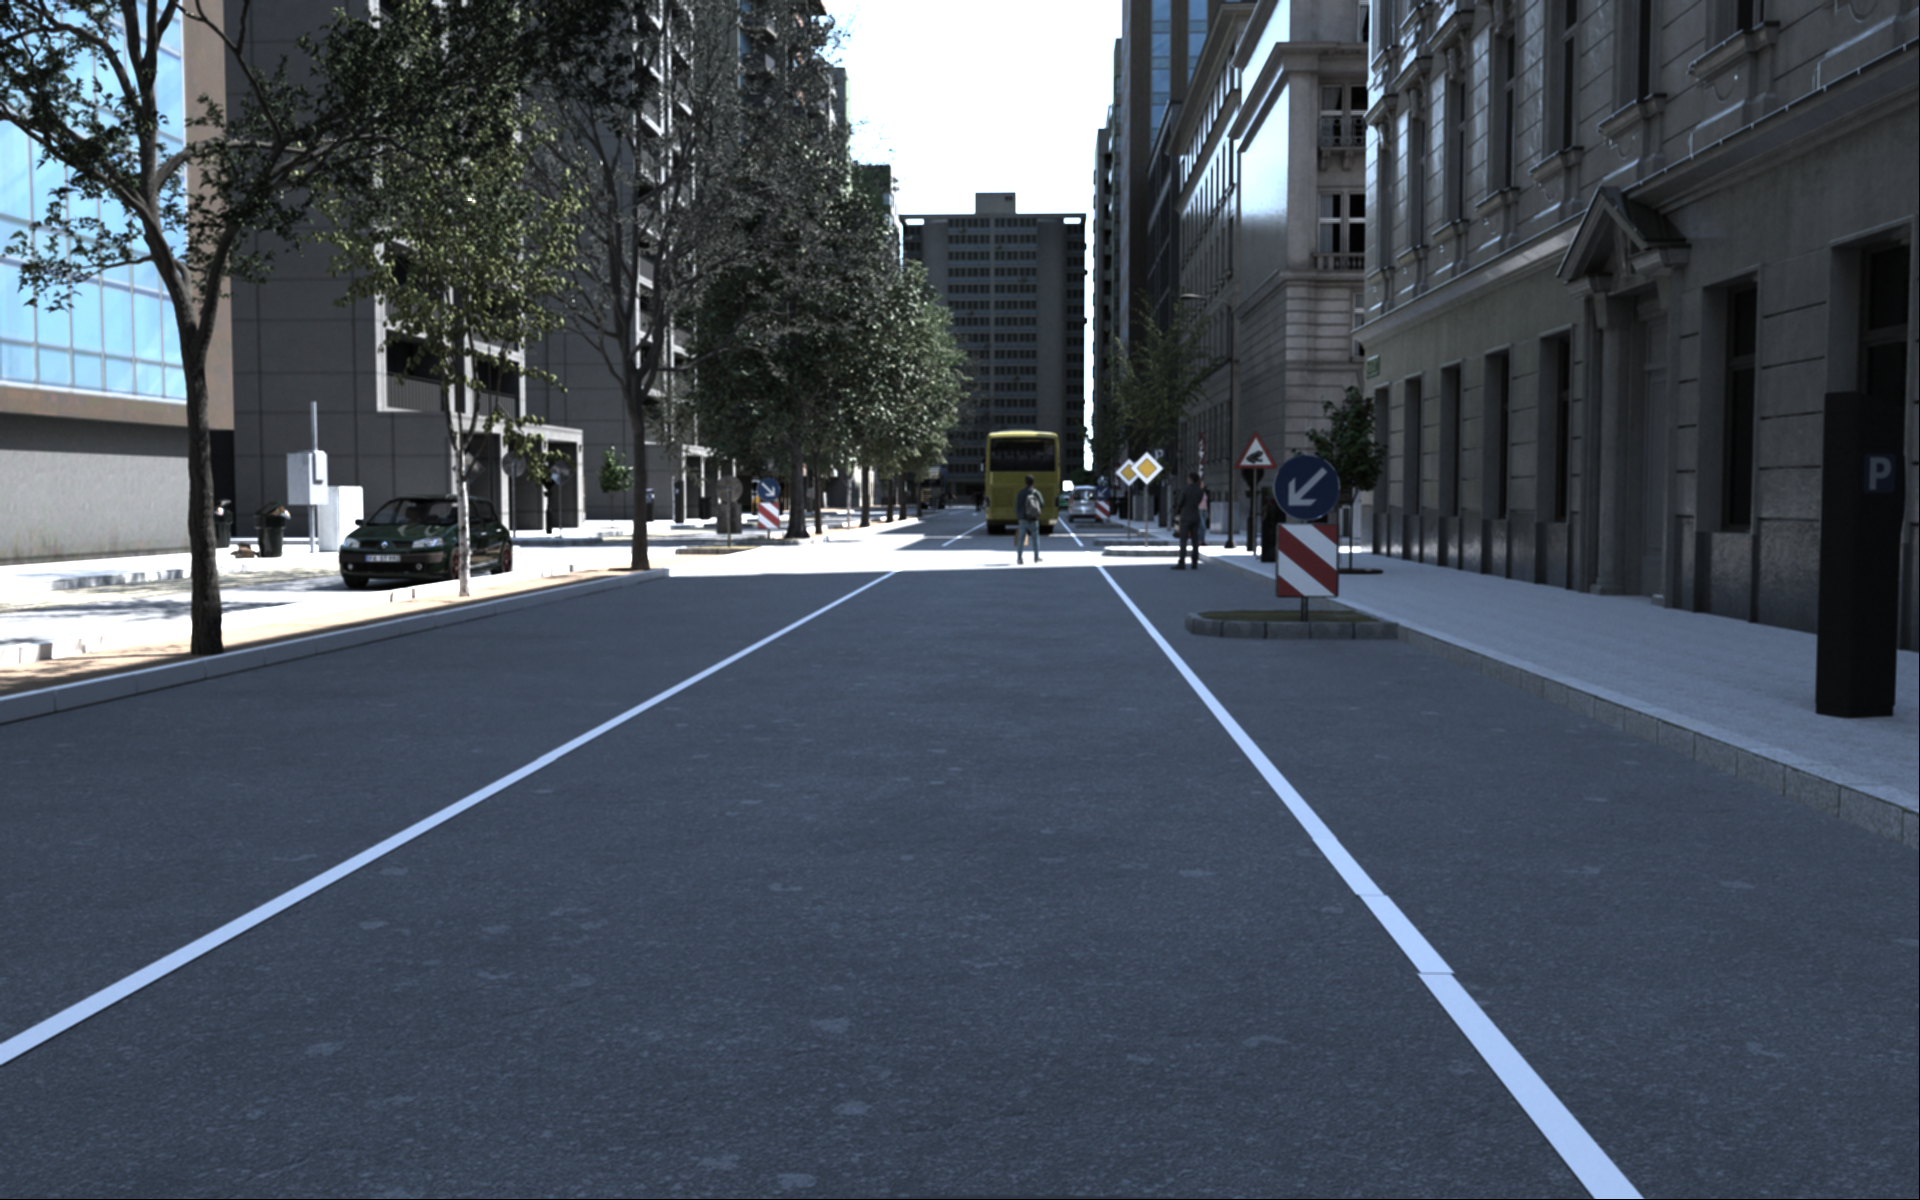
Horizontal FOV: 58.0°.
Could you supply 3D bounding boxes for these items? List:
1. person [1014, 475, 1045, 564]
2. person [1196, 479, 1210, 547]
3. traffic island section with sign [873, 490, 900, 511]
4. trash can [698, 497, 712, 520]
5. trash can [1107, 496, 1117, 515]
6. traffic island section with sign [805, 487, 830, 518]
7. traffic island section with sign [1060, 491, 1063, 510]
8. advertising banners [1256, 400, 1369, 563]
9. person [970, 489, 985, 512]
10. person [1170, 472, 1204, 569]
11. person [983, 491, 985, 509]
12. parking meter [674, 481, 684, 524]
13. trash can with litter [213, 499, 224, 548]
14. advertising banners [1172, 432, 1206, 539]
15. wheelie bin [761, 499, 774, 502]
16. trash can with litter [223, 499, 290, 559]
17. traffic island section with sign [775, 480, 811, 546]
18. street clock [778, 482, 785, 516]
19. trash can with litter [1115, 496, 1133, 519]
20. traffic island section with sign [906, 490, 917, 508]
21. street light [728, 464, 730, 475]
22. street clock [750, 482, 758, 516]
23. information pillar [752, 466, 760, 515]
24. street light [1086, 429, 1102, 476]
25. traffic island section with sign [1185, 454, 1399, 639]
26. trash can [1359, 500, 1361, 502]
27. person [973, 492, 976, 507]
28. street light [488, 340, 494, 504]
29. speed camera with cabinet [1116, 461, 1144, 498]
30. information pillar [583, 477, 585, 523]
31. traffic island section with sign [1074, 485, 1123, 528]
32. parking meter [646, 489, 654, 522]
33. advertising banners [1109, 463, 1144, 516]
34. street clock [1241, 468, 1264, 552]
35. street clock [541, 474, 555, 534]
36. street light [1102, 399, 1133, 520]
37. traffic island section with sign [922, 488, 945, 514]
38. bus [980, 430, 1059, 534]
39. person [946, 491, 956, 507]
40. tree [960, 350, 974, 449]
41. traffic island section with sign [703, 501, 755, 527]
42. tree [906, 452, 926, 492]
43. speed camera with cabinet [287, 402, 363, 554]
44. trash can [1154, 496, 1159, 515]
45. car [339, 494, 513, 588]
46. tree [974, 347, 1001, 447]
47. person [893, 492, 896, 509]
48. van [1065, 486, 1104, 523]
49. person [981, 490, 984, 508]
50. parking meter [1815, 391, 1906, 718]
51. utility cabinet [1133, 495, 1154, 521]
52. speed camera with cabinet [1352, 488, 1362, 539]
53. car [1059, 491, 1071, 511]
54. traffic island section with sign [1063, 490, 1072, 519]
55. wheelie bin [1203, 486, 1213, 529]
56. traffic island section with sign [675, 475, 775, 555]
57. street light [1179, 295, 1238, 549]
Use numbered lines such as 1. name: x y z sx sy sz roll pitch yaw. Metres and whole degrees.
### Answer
1. person: 1.364 -1.639 35.291 0.794 1.824 0.713 3 4 36
2. person: 6.331 -2.261 45.469 0.388 1.821 0.555 2 4 33
3. traffic island section with sign: -6.487 -8.721 151.209 1.989 1.847 2.006 0 4 3
4. trash can: -12.657 -4.546 85.984 0.748 1.137 0.748 0 3 0
5. trash can: 9.352 -5.794 106.384 0.748 1.137 0.748 0 3 0
6. traffic island section with sign: -8.719 -5.719 102.131 1.989 1.847 2.006 0 4 3
7. traffic island section with sign: 10.671 -10.377 178.289 1.989 1.847 2.006 0 4 3
8. advertising banners: 6.600 -2.211 32.341 2.074 3.025 0.090 1 4 10
9. person: 1.434 -7.972 138.476 1.348 1.869 0.705 -2 4 -27
10. person: 4.326 -1.515 33.077 0.655 1.846 0.447 -2 4 -28
11. person: 2.402 -9.632 166.653 0.621 1.740 0.551 -2 4 -25
12. parking meter: -12.109 -4.220 74.713 0.399 1.863 0.255 3 4 38
13. trash can with litter: -17.661 -1.794 40.726 1.055 1.170 0.624 1 4 12
14. advertising banners: 6.586 -3.274 49.711 0.090 3.025 2.074 -1 4 -18
15. wheelie bin: -11.828 -6.008 106.135 0.980 1.594 0.693 2 4 24
16. trash can with litter: -14.006 -1.422 34.643 0.624 1.170 1.055 3 5 42
17. traffic island section with sign: -5.307 -2.496 48.947 2.006 1.907 1.989 0 4 3
18. street clock: -10.695 -6.038 103.287 0.471 2.002 0.358 -3 4 -38
19. trash can with litter: 8.508 -4.736 88.826 1.055 1.170 0.624 -3 5 -44
20. traffic island section with sign: -5.272 -10.368 178.137 1.989 1.847 2.006 0 4 3
21. street light: -11.117 -7.022 87.354 1.470 5.913 1.316 0 4 3
22. street clock: -12.082 -5.952 101.891 0.358 2.002 0.471 3 5 41
23. information pillar: -12.253 -6.878 103.806 0.504 3.616 0.183 -1 4 -14
24. street light: 9.578 -9.227 123.403 1.470 5.913 1.316 0 4 3
25. traffic island section with sign: 3.388 -0.577 18.066 1.989 1.847 2.006 0 4 3
26. trash can: 9.826 -1.796 41.026 0.748 1.137 0.748 0 3 0
27. person: 1.726 -11.191 192.938 0.593 1.643 0.415 -1 4 -9
28. street light: -12.855 -4.700 49.389 1.470 5.913 1.316 0 4 3
29. speed camera with cabinet: 10.214 -6.619 102.558 0.660 3.252 2.038 -3 5 -44
30. information pillar: -16.748 -4.407 76.551 0.304 2.012 0.304 0 4 -2
31. traffic island section with sign: 5.898 -3.962 73.402 1.989 1.847 2.006 0 4 3
32. parking meter: -14.232 -4.344 79.430 0.372 1.533 0.369 0 3 0
33. advertising banners: 9.585 -6.224 97.947 2.074 3.025 0.090 1 4 18
34. street clock: 6.509 -2.082 38.609 0.471 2.002 0.358 -1 4 -8
35. street clock: -13.128 -3.102 55.284 0.471 2.002 0.358 -1 4 -19
36. street light: 7.860 -6.875 84.947 1.470 5.913 1.316 0 4 3
37. traffic island section with sign: -1.901 -7.087 124.008 2.006 1.907 1.989 0 4 3
38. bus: 2.212 -4.511 65.298 2.896 3.916 12.252 0 4 1
39. person: -1.036 -10.890 186.557 1.348 1.822 0.705 2 4 25
40. tree: -3.145 -10.517 92.531 7.486 12.596 7.792 0 3 0
41. traffic island section with sign: -9.968 -4.063 75.062 1.989 1.847 2.006 0 4 3
42. tree: -3.274 -8.997 99.923 4.360 8.622 3.978 0 3 0
43. speed camera with cabinet: -13.862 -2.661 37.837 0.660 3.252 2.038 1 4 12
44. trash can: 11.627 -5.677 104.465 0.748 1.137 0.748 0 3 0
45. car: -8.481 -1.096 27.705 2.009 1.686 4.222 0 4 2
46. tree: -2.533 -11.938 108.018 12.009 13.543 11.850 0 3 0
47. person: -5.881 -8.898 155.456 0.593 1.643 0.415 3 4 36
48. van: 6.369 -4.981 88.451 2.013 2.044 4.112 0 4 3
49. person: 2.234 -10.060 172.995 0.705 1.821 1.348 0 4 6
50. parking meter: 5.213 -0.264 10.021 0.399 1.863 0.255 -1 4 -18
51. utility cabinet: 8.672 -4.326 81.885 1.020 1.237 0.306 -2 4 -24
52. speed camera with cabinet: 11.350 -3.331 48.792 0.660 3.252 2.038 1 4 17
53. car: 9.001 -8.342 145.195 1.959 1.807 4.718 0 4 3
54. traffic island section with sign: 7.165 -5.654 101.067 1.989 1.847 2.006 0 4 3
55. wheelie bin: 8.922 -3.435 64.063 0.693 1.594 0.980 -2 4 -29
56. traffic island section with sign: -5.653 -2.043 41.548 2.006 1.907 1.989 0 4 3
57. street light: 5.806 -4.155 40.483 1.470 5.913 1.316 0 4 3
